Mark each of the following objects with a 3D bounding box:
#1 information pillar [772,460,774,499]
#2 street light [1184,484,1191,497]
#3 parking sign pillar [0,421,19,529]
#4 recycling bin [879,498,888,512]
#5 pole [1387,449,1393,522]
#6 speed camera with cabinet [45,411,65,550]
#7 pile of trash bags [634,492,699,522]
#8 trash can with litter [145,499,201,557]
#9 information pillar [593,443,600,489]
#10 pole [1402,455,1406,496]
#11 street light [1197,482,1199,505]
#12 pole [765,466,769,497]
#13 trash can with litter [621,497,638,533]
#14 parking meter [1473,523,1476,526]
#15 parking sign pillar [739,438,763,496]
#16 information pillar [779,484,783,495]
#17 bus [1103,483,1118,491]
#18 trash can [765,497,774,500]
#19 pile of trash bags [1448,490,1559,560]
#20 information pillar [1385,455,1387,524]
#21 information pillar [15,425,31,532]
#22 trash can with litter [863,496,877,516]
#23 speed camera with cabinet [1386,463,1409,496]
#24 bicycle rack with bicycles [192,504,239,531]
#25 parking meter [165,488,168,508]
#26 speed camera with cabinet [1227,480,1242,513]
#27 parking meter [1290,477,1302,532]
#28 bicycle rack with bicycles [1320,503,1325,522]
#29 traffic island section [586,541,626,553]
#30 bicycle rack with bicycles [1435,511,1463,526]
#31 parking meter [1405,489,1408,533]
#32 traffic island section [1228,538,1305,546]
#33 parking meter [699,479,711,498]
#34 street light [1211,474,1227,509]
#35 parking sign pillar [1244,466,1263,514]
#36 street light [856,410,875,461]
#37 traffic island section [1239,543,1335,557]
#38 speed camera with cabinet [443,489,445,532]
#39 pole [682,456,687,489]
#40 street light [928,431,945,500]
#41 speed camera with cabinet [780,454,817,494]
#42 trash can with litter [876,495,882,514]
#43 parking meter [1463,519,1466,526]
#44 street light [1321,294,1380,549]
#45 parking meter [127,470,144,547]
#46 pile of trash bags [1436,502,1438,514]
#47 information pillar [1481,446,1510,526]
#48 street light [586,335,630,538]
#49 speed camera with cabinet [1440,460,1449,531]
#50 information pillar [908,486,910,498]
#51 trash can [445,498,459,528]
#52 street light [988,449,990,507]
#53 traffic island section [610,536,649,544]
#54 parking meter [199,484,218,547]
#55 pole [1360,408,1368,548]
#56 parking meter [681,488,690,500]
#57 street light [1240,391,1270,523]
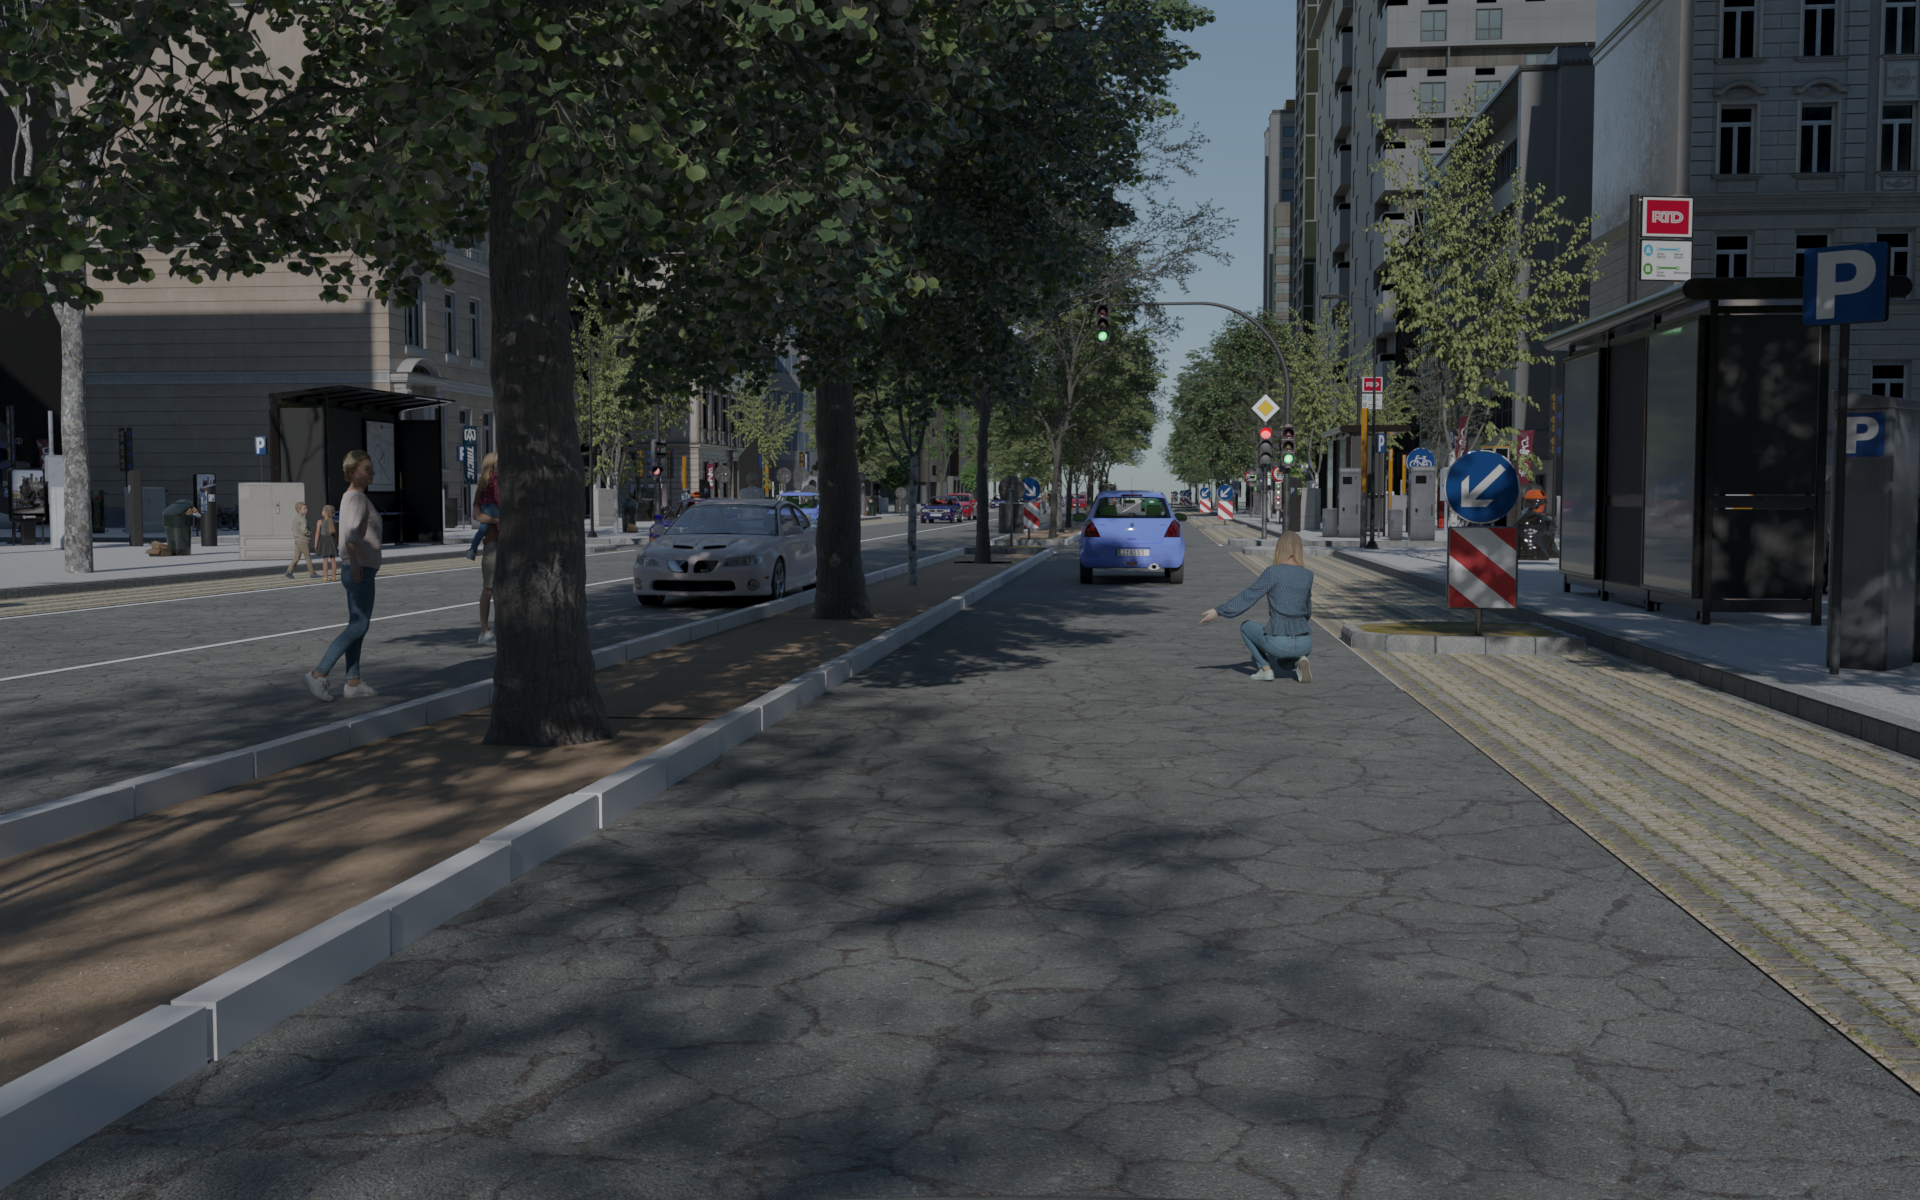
[{"bbox_3d":[-12.659,-7.700,117.250,0.183,3.616,0.504,0,4,-5],"label":"information pillar"},{"bbox_3d":[26.910,-13.874,199.387,1.470,5.913,1.316,0,4,6],"label":"street light"},{"bbox_3d":[-34.941,-4.605,63.771,1.447,3.967,1.447,1,4,19],"label":"parking sign pillar"},{"bbox_3d":[-5.544,-6.713,122.316,0.722,1.027,0.722,3,5,43],"label":"recycling bin"},{"bbox_3d":[19.474,-5.173,78.423,0.158,3.312,0.155,0,3,0],"label":"pole"},{"bbox_3d":[-21.137,-2.841,40.786,0.660,3.252,2.038,-2,4,-29],"label":"speed camera with cabinet"},{"bbox_3d":[-13.760,-4.377,81.312,3.447,1.369,1.912,0,4,-8],"label":"pile of trash bags"},{"bbox_3d":[-16.261,-1.491,35.761,0.624,1.170,1.055,1,4,16],"label":"trash can with litter"},{"bbox_3d":[-15.123,-4.943,72.177,0.183,3.616,0.504,1,4,14],"label":"information pillar"},{"bbox_3d":[23.090,-5.886,90.086,0.158,3.312,0.155,0,3,0],"label":"pole"},{"bbox_3d":[21.850,-11.095,153.942,1.470,5.913,1.316,0,4,6],"label":"street light"},{"bbox_3d":[-12.232,-7.084,109.668,0.158,3.312,0.155,0,3,0],"label":"pole"},{"bbox_3d":[-10.905,-2.825,57.578,0.624,1.170,1.055,-2,4,-24],"label":"trash can with litter"},{"bbox_3d":[8.544,-1.210,28.199,0.372,1.533,0.369,0,3,0],"label":"parking meter"},{"bbox_3d":[-10.072,-5.804,83.366,1.447,3.967,1.447,3,5,44],"label":"parking sign pillar"},{"bbox_3d":[-12.814,-7.365,124.909,0.304,2.012,0.304,-3,5,-40],"label":"information pillar"},{"bbox_3d":[23.292,-16.869,270.672,2.948,3.499,13.247,0,4,7],"label":"bus"},{"bbox_3d":[-10.148,-4.878,91.410,0.748,1.137,0.748,0,3,0],"label":"trash can"},{"bbox_3d":[11.238,-1.542,34.961,1.912,1.369,3.447,2,4,31],"label":"pile of trash bags"},{"bbox_3d":[18.364,-5.137,75.346,0.504,3.616,0.183,-3,4,-36],"label":"information pillar"},{"bbox_3d":[-31.467,-4.086,58.153,0.504,3.616,0.183,-2,4,-28],"label":"information pillar"},{"bbox_3d":[-5.279,-5.472,100.851,0.624,1.170,1.055,-3,4,-39],"label":"trash can with litter"},{"bbox_3d":[26.473,-6.799,105.495,2.038,3.252,0.660,1,4,12],"label":"speed camera with cabinet"},{"bbox_3d":[-25.882,-2.912,60.999,2.925,0.926,2.852,-2,4,-33],"label":"bicycle rack with bicycles"},{"bbox_3d":[-38.910,-4.640,84.283,0.372,1.533,0.369,0,3,0],"label":"parking meter"},{"bbox_3d":[18.522,-7.494,116.866,0.660,3.252,2.038,1,4,21],"label":"speed camera with cabinet"},{"bbox_3d":[11.318,-3.229,58.510,0.255,1.863,0.399,-3,4,-38],"label":"parking meter"},{"bbox_3d":[14.926,-3.371,68.492,2.852,0.926,2.925,2,4,30],"label":"bicycle rack with bicycles"},{"bbox_3d":[-9.760,-1.262,42.908,2.009,0.180,2.903,0,4,6],"label":"traffic island section"},{"bbox_3d":[19.404,-3.292,67.206,2.852,0.926,2.925,0,4,2],"label":"bicycle rack with bicycles"},{"bbox_3d":[15.026,-3.010,57.631,0.372,1.533,0.369,0,3,0],"label":"parking meter"},{"bbox_3d":[8.608,-1.628,48.893,2.009,0.180,2.903,0,4,6],"label":"traffic island section"},{"bbox_3d":[-9.975,-3.796,67.768,0.399,1.863,0.255,-3,4,-37],"label":"parking meter"},{"bbox_3d":[18.441,-9.221,123.298,1.470,5.913,1.316,0,4,6],"label":"street light"},{"bbox_3d":[19.446,-7.684,114.100,1.447,3.967,1.447,-2,4,-34],"label":"parking sign pillar"},{"bbox_3d":[-5.184,-7.564,96.212,1.470,5.913,1.316,0,4,6],"label":"street light"},{"bbox_3d":[7.722,-1.142,40.957,2.009,0.180,2.903,0,4,6],"label":"traffic island section"},{"bbox_3d":[-17.883,-3.836,57.052,0.660,3.252,2.038,2,4,24],"label":"speed camera with cabinet"},{"bbox_3d":[-14.935,-6.121,93.916,0.158,3.312,0.155,0,3,0],"label":"pole"},{"bbox_3d":[-1.763,-9.478,127.505,1.470,5.913,1.316,0,4,6],"label":"street light"},{"bbox_3d":[-7.968,-5.577,85.516,0.660,3.252,2.038,3,5,41],"label":"speed camera with cabinet"},{"bbox_3d":[-5.855,-6.091,110.649,2.233,1.210,1.678,-1,4,-17],"label":"trash can with litter"},{"bbox_3d":[15.830,-2.949,53.932,0.255,1.863,0.399,1,4,20],"label":"parking meter"},{"bbox_3d":[9.064,-4.141,40.246,1.470,5.913,1.316,0,4,6],"label":"street light"},{"bbox_3d":[-20.175,-2.242,42.372,0.255,1.863,0.399,-3,4,-38],"label":"parking meter"},{"bbox_3d":[23.311,-4.587,84.751,3.447,1.369,1.912,0,4,-7],"label":"pile of trash bags"},{"bbox_3d":[8.227,-1.357,26.674,0.304,2.012,0.304,-1,4,-23],"label":"information pillar"},{"bbox_3d":[-10.291,-4.784,50.757,1.470,5.913,1.316,0,4,6],"label":"street light"},{"bbox_3d":[17.322,-3.948,58.882,0.660,3.252,2.038,-2,4,-35],"label":"speed camera with cabinet"},{"bbox_3d":[-3.477,-7.955,121.424,0.183,3.616,0.504,2,4,30],"label":"information pillar"},{"bbox_3d":[-19.182,-3.263,65.011,0.748,1.137,0.748,0,3,0],"label":"trash can"},{"bbox_3d":[3.357,-12.283,173.362,1.470,5.913,1.316,0,4,6],"label":"street light"},{"bbox_3d":[-8.874,-1.747,50.843,2.009,0.180,2.903,0,4,6],"label":"traffic island section"},{"bbox_3d":[-18.426,-2.083,42.468,0.372,1.533,0.369,0,3,0],"label":"parking meter"},{"bbox_3d":[9.597,-2.893,41.137,0.158,3.312,0.155,0,3,0],"label":"pole"},{"bbox_3d":[-11.861,-4.070,74.957,0.372,1.533,0.369,0,3,0],"label":"parking meter"},{"bbox_3d":[13.308,-6.460,78.165,1.470,5.913,1.316,0,4,6],"label":"street light"}]
